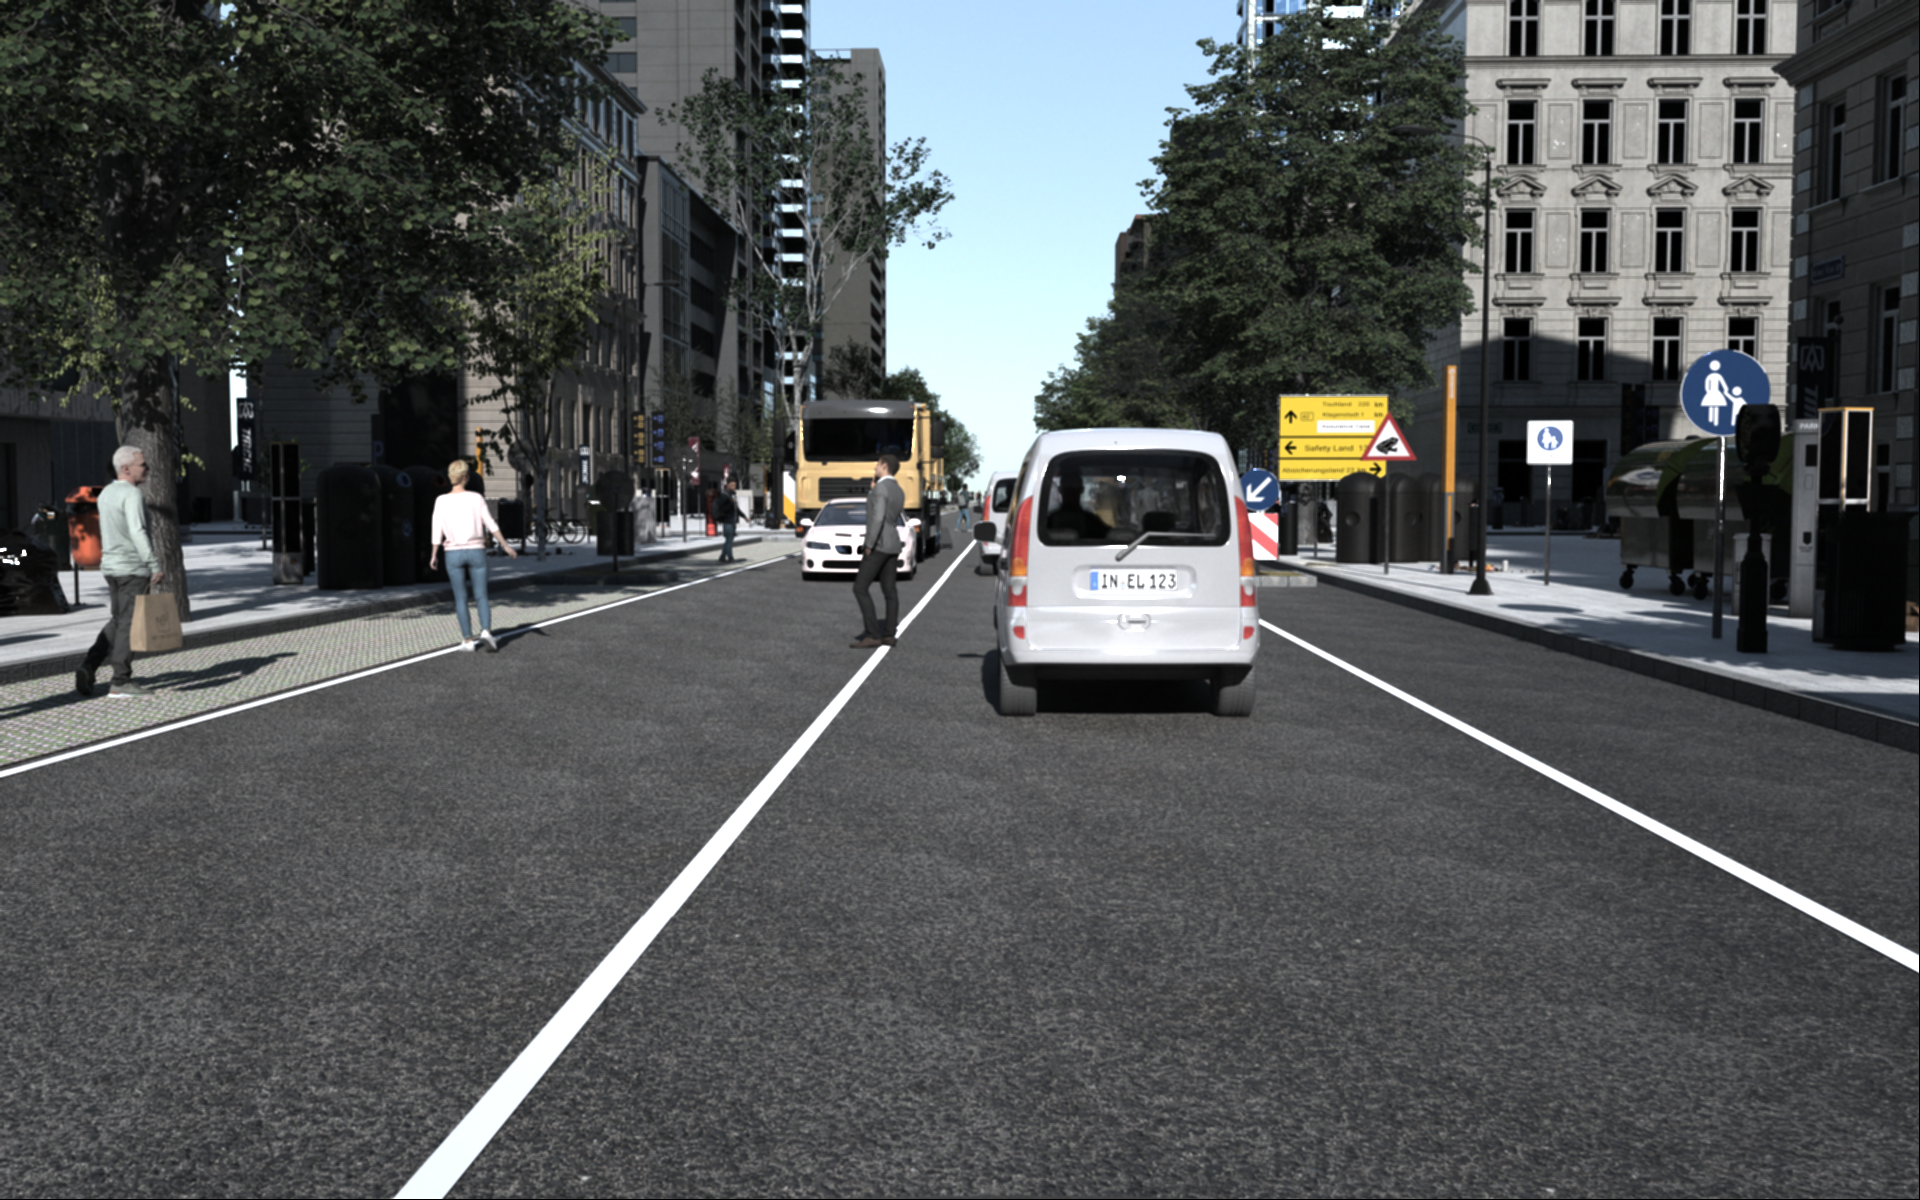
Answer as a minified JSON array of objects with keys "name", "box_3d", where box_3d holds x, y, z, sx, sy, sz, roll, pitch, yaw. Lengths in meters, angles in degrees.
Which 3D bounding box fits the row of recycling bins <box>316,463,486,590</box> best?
[{"name":"row of recycling bins","box_3d":[-7.967,-1.079,24.748,1.069,1.692,3.534,1,4,15]}]

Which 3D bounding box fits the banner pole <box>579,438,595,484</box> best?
[{"name":"banner pole","box_3d":[-16.549,-5.333,77.209,0.863,3.779,0.401,-1,4,-12]}]

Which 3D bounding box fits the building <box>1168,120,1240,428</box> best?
[{"name":"building","box_3d":[30.077,-31.124,192.473,14.154,41.232,14.086,0,4,2]}]

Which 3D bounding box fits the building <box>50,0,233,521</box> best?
[{"name":"building","box_3d":[-45.474,-15.892,77.855,19.932,24.808,12.078,0,4,2]}]

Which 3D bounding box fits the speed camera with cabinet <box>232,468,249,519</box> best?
[{"name":"speed camera with cabinet","box_3d":[-37.846,-5.906,90.905,0.660,3.252,2.038,-3,4,-36]}]

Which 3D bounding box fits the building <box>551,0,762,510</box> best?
[{"name":"building","box_3d":[-25.274,-43.256,145.493,20.563,71.187,20.611,0,4,2]}]

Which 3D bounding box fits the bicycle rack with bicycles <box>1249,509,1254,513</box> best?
[{"name":"bicycle rack with bicycles","box_3d":[17.007,-4.753,91.097,2.852,0.926,2.925,-2,4,-32]}]

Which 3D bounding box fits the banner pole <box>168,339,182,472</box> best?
[{"name":"banner pole","box_3d":[-10.957,-2.083,24.075,0.401,3.779,0.863,0,4,-6]}]

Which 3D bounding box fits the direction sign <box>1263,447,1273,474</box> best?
[{"name":"direction sign","box_3d":[14.982,-5.647,84.320,0.379,3.537,0.876,3,5,40]}]

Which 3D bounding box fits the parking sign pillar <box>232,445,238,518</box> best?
[{"name":"parking sign pillar","box_3d":[-40.104,-6.525,95.163,1.447,3.967,1.447,0,4,2]}]

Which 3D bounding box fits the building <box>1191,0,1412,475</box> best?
[{"name":"building","box_3d":[33.181,-51.454,153.952,22.319,86.520,31.000,0,4,2]}]

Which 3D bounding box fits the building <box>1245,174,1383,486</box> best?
[{"name":"building","box_3d":[26.571,-18.077,124.445,11.050,23.489,19.941,0,4,2]}]

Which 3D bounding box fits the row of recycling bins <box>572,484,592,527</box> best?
[{"name":"row of recycling bins","box_3d":[-15.122,-3.828,69.702,1.069,1.692,3.534,-1,4,-13]}]

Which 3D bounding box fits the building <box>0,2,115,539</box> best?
[{"name":"building","box_3d":[-25.683,-16.018,33.599,14.107,30.474,14.160,0,4,2]}]

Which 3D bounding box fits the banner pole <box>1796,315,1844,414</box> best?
[{"name":"banner pole","box_3d":[12.081,-2.099,24.334,0.863,3.779,0.401,-1,4,-9]}]

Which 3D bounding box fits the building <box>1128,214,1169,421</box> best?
[{"name":"building","box_3d":[36.977,-37.306,264.580,22.147,44.769,28.867,0,4,2]}]

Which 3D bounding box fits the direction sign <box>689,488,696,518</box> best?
[{"name":"direction sign","box_3d":[-14.619,-6.268,94.471,0.876,3.537,0.379,2,4,29]}]

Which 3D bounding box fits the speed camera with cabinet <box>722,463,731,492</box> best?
[{"name":"speed camera with cabinet","box_3d":[-14.374,-7.055,109.686,0.660,3.252,2.038,1,4,21]}]

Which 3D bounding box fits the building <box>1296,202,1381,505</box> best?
[{"name":"building","box_3d":[25.949,-14.702,105.011,10.561,19.102,19.286,0,4,2]}]

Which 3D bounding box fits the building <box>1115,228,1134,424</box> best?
[{"name":"building","box_3d":[32.861,-38.918,286.415,14.600,45.320,14.200,0,4,2]}]

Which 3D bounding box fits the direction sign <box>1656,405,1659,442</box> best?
[{"name":"direction sign","box_3d":[17.394,-3.199,44.307,0.876,3.537,0.379,0,4,4]}]

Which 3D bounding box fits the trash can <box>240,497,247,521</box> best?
[{"name":"trash can","box_3d":[-33.421,-4.264,81.376,0.748,1.137,0.748,0,3,0]}]

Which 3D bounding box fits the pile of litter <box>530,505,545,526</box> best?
[{"name":"pile of litter","box_3d":[-17.595,-3.473,70.753,1.176,0.858,1.719,2,4,30]}]

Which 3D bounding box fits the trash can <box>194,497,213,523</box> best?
[{"name":"trash can","box_3d":[-33.721,-4.010,77.223,0.748,1.137,0.748,0,3,0]}]

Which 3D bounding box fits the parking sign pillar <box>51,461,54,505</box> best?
[{"name":"parking sign pillar","box_3d":[-57.576,-7.284,107.570,1.447,3.967,1.447,1,4,23]}]

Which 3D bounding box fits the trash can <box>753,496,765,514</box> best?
[{"name":"trash can","box_3d":[-12.683,-5.964,109.159,0.748,1.137,0.748,0,3,0]}]

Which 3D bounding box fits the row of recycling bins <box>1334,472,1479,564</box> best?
[{"name":"row of recycling bins","box_3d":[8.561,-1.572,32.809,3.534,1.692,1.069,-2,4,-35]}]

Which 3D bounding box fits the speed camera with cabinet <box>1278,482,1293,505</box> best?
[{"name":"speed camera with cabinet","box_3d":[15.215,-5.354,81.877,2.038,3.252,0.660,-1,4,-12]}]

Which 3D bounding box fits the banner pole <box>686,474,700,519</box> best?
[{"name":"banner pole","box_3d":[-13.489,-5.985,87.865,0.863,3.779,0.401,0,4,-6]}]

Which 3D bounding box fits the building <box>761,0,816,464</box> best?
[{"name":"building","box_3d":[-25.375,-52.529,171.512,22.319,86.520,31.000,0,4,2]}]

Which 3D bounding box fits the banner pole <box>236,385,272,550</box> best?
[{"name":"banner pole","box_3d":[-16.113,-3.027,39.508,0.863,3.779,0.401,1,4,11]}]

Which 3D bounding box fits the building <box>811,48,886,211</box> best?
[{"name":"building","box_3d":[-20.412,-51.702,283.572,20.563,71.187,20.611,0,4,2]}]

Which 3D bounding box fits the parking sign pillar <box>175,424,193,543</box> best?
[{"name":"parking sign pillar","box_3d":[-21.153,-3.508,45.834,1.447,3.967,1.447,3,5,43]}]

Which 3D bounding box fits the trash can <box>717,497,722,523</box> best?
[{"name":"trash can","box_3d":[-10.405,-3.946,76.166,0.748,1.137,0.748,0,3,0]}]

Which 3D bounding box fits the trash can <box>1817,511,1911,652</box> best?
[{"name":"trash can","box_3d":[7.470,-0.161,14.284,0.748,1.137,0.748,0,3,0]}]

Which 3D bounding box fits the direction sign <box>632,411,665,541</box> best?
[{"name":"direction sign","box_3d":[-8.494,-3.384,47.326,0.876,3.537,0.379,0,4,3]}]

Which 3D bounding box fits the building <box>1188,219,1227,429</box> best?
[{"name":"building","box_3d":[30.319,-24.867,178.275,14.160,30.474,14.107,0,4,2]}]

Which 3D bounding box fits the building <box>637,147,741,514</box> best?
[{"name":"building","box_3d":[-23.455,-17.878,111.373,14.314,24.678,30.058,0,4,2]}]

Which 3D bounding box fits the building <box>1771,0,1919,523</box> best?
[{"name":"building","box_3d":[24.446,-14.084,27.540,12.463,27.353,25.104,0,4,2]}]

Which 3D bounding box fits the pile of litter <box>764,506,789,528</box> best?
[{"name":"pile of litter","box_3d":[-6.864,-3.139,65.285,1.176,0.858,1.719,1,4,9]}]

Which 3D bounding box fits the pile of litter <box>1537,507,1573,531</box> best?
[{"name":"pile of litter","box_3d":[21.116,-2.856,60.657,1.176,0.858,1.719,-3,5,-44]}]

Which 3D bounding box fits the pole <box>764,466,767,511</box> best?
[{"name":"pole","box_3d":[-14.034,-8.024,125.028,0.158,3.312,0.155,0,3,0]}]

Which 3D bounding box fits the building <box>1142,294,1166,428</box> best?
[{"name":"building","box_3d":[31.810,-28.804,242.638,14.160,30.474,14.107,0,4,2]}]

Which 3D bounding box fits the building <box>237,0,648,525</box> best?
[{"name":"building","box_3d":[-23.723,-17.523,83.757,12.463,27.353,25.104,0,4,2]}]

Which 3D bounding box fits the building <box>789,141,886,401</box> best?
[{"name":"building","box_3d":[-22.223,-37.760,241.077,21.300,48.544,21.600,0,4,2]}]

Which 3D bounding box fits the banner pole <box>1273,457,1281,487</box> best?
[{"name":"banner pole","box_3d":[18.949,-6.952,103.677,0.863,3.779,0.401,0,4,4]}]

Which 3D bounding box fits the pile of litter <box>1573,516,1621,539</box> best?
[{"name":"pile of litter","box_3d":[18.780,-2.188,49.744,1.176,0.858,1.719,-2,4,-33]}]

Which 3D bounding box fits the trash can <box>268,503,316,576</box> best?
[{"name":"trash can","box_3d":[-10.458,-0.951,27.194,0.748,1.137,0.748,0,3,0]}]

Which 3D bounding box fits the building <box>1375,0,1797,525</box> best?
[{"name":"building","box_3d":[42.060,-18.400,77.259,44.131,29.872,17.030,0,4,2]}]

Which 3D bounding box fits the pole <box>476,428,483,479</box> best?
[{"name":"pole","box_3d":[-14.775,-3.637,53.311,0.158,3.312,0.155,0,3,0]}]

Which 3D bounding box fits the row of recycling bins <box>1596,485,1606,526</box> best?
[{"name":"row of recycling bins","box_3d":[26.245,-3.716,67.868,1.069,1.692,3.534,-1,4,-19]}]

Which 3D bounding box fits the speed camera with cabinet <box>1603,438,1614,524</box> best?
[{"name":"speed camera with cabinet","box_3d":[22.883,-4.040,60.383,0.660,3.252,2.038,1,4,13]}]

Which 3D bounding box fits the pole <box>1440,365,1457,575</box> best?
[{"name":"pole","box_3d":[7.780,-2.064,27.591,0.158,3.312,0.155,0,3,0]}]

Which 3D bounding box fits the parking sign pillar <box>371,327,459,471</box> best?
[{"name":"parking sign pillar","box_3d":[-8.677,-2.393,27.600,1.447,3.967,1.447,3,5,42]}]

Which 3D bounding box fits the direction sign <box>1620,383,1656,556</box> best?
[{"name":"direction sign","box_3d":[13.827,-2.671,35.661,0.876,3.537,0.379,-3,5,-40]}]
